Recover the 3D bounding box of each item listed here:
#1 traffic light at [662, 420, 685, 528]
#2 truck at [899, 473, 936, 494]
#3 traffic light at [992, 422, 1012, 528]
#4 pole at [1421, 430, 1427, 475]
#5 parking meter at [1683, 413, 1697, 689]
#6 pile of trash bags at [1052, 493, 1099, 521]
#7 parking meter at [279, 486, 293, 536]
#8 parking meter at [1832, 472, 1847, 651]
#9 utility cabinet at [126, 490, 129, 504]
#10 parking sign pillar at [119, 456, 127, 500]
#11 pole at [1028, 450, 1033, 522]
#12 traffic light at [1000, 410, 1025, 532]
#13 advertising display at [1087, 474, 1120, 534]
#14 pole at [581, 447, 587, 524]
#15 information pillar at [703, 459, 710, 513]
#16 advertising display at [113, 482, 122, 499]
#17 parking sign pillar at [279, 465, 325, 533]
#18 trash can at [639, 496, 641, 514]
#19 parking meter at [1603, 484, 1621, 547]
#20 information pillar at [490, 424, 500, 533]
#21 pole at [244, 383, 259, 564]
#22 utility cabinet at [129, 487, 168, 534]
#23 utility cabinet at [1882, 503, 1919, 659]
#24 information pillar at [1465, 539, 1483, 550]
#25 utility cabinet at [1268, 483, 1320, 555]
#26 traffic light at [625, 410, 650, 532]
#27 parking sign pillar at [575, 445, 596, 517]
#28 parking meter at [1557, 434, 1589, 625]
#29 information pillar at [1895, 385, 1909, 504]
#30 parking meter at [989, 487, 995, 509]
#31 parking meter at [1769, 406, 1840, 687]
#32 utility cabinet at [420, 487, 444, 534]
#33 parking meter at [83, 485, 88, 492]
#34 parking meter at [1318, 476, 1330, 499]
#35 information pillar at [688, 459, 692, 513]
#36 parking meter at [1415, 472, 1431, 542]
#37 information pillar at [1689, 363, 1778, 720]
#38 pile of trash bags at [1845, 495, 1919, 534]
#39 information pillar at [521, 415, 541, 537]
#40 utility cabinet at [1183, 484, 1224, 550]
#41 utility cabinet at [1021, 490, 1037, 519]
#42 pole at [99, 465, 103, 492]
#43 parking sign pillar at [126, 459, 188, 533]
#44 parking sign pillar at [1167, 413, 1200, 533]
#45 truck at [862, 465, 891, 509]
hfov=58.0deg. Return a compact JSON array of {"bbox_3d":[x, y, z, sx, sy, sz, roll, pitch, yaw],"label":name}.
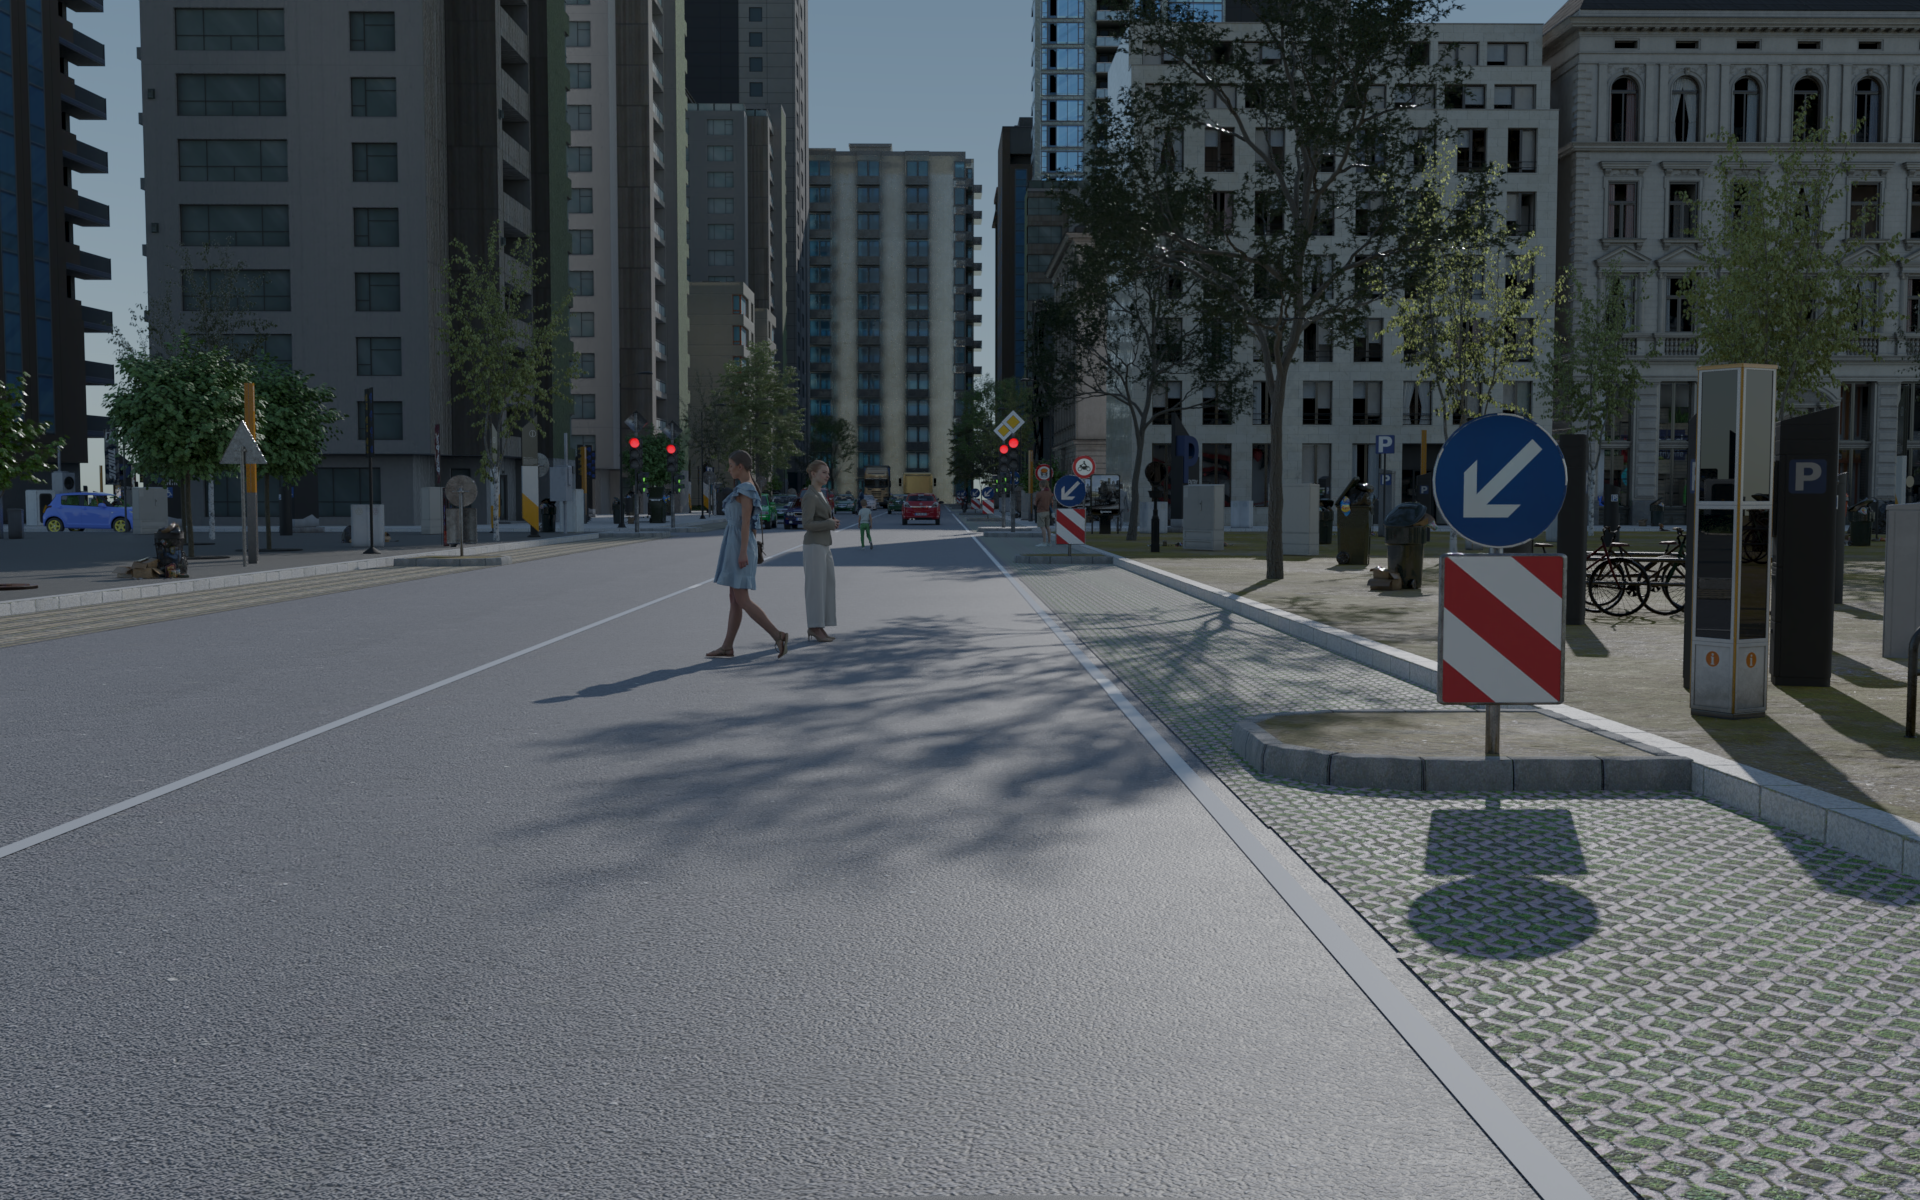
[{"bbox_3d":[-10.914,-4.706,65.872,0.839,4.253,0.868,0,4,-1],"label":"traffic light"},{"bbox_3d":[-3.790,-9.746,155.263,3.469,3.379,9.791,0,4,-2],"label":"truck"},{"bbox_3d":[1.646,-4.719,66.071,0.839,4.253,0.868,0,4,-1],"label":"traffic light"},{"bbox_3d":[14.746,-3.749,55.136,0.158,3.312,0.155,0,3,0],"label":"pole"},{"bbox_3d":[4.912,-0.341,11.291,0.255,1.863,0.399,0,4,6],"label":"parking meter"},{"bbox_3d":[5.540,-4.388,81.494,3.447,1.369,1.912,0,4,2],"label":"pile of trash bags"},{"bbox_3d":[-20.869,-2.764,53.598,0.372,1.533,0.369,0,3,0],"label":"parking meter"},{"bbox_3d":[6.990,-0.356,14.234,0.372,1.533,0.369,0,3,0],"label":"parking meter"},{"bbox_3d":[-39.541,-4.511,82.433,0.318,1.500,1.173,-2,4,-25],"label":"utility cabinet"},{"bbox_3d":[-53.666,-7.515,111.345,1.447,3.967,1.447,1,4,10],"label":"parking sign pillar"},{"bbox_3d":[3.306,-5.327,80.944,0.158,3.312,0.155,0,3,0],"label":"pole"},{"bbox_3d":[1.763,-4.230,58.087,0.839,4.253,0.868,0,4,-1],"label":"traffic light"},{"bbox_3d":[4.660,-3.083,55.623,0.974,1.923,0.123,-1,4,-9],"label":"advertising display"},{"bbox_3d":[-16.186,-4.940,74.607,0.158,3.312,0.155,0,3,0],"label":"pole"},{"bbox_3d":[-17.100,-7.679,116.904,0.504,3.616,0.183,1,4,8],"label":"information pillar"},{"bbox_3d":[-45.281,-5.374,93.080,0.123,1.923,0.974,-1,4,-9],"label":"advertising display"},{"bbox_3d":[-21.948,-4.231,57.656,1.447,3.967,1.447,1,4,15],"label":"parking sign pillar"},{"bbox_3d":[-19.759,-5.733,105.384,0.748,1.137,0.748,0,3,0],"label":"trash can"},{"bbox_3d":[15.775,-2.049,41.913,0.372,1.533,0.369,0,3,0],"label":"parking meter"},{"bbox_3d":[-15.330,-4.020,57.076,0.183,3.616,0.504,1,4,12],"label":"information pillar"},{"bbox_3d":[-13.057,-2.328,31.908,0.158,3.312,0.155,0,3,0],"label":"pole"},{"bbox_3d":[-25.762,-2.841,55.121,0.318,1.500,1.173,1,4,19],"label":"utility cabinet"},{"bbox_3d":[7.607,-0.169,13.933,0.306,1.237,1.020,2,4,30],"label":"utility cabinet"},{"bbox_3d":[11.767,-2.146,39.572,0.304,2.012,0.304,-1,4,-16],"label":"information pillar"},{"bbox_3d":[6.966,-1.679,36.135,0.318,1.500,1.173,-2,4,-35],"label":"utility cabinet"},{"bbox_3d":[-10.797,-4.218,57.887,0.839,4.253,0.868,0,4,-1],"label":"traffic light"},{"bbox_3d":[-20.809,-6.544,95.471,1.447,3.967,1.447,1,4,9],"label":"parking sign pillar"},{"bbox_3d":[6.041,-0.696,17.086,0.255,1.863,0.399,2,4,24],"label":"parking meter"},{"bbox_3d":[20.416,-2.826,37.561,0.183,3.616,0.504,1,4,14],"label":"information pillar"},{"bbox_3d":[2.558,-8.096,138.080,0.255,1.863,0.399,3,5,42],"label":"parking meter"},{"bbox_3d":[5.638,-0.361,11.617,0.399,1.863,0.255,1,4,19],"label":"parking meter"},{"bbox_3d":[-16.731,-2.830,54.950,0.318,1.500,1.173,0,4,6],"label":"utility cabinet"},{"bbox_3d":[-59.143,-6.817,117.167,0.255,1.863,0.399,-2,4,-34],"label":"parking meter"},{"bbox_3d":[11.749,-3.073,55.948,0.255,1.863,0.399,2,4,35],"label":"parking meter"},{"bbox_3d":[-18.161,-7.649,116.408,0.183,3.616,0.504,0,4,2],"label":"information pillar"},{"bbox_3d":[12.509,-2.515,46.829,0.399,1.863,0.255,0,4,7],"label":"parking meter"},{"bbox_3d":[4.439,-0.334,9.953,0.304,2.012,0.304,-2,4,-29],"label":"information pillar"},{"bbox_3d":[29.337,-2.804,55.598,3.447,1.369,1.912,-1,4,-18],"label":"pile of trash bags"},{"bbox_3d":[-12.718,-3.664,51.267,0.504,3.616,0.183,-2,4,-33],"label":"information pillar"},{"bbox_3d":[5.517,-1.874,39.326,0.318,1.500,1.173,-2,4,-28],"label":"utility cabinet"},{"bbox_3d":[3.619,-4.736,86.117,1.173,1.500,0.318,2,4,33],"label":"utility cabinet"},{"bbox_3d":[-60.855,-7.886,122.772,0.158,3.312,0.155,0,3,0],"label":"pole"},{"bbox_3d":[-26.398,-4.215,57.389,1.447,3.967,1.447,2,4,23],"label":"parking sign pillar"},{"bbox_3d":[7.525,-4.242,57.822,1.447,3.967,1.447,2,4,34],"label":"parking sign pillar"},{"bbox_3d":[-8.177,-11.160,171.384,2.839,4.237,11.283,0,4,-2],"label":"truck"}]
